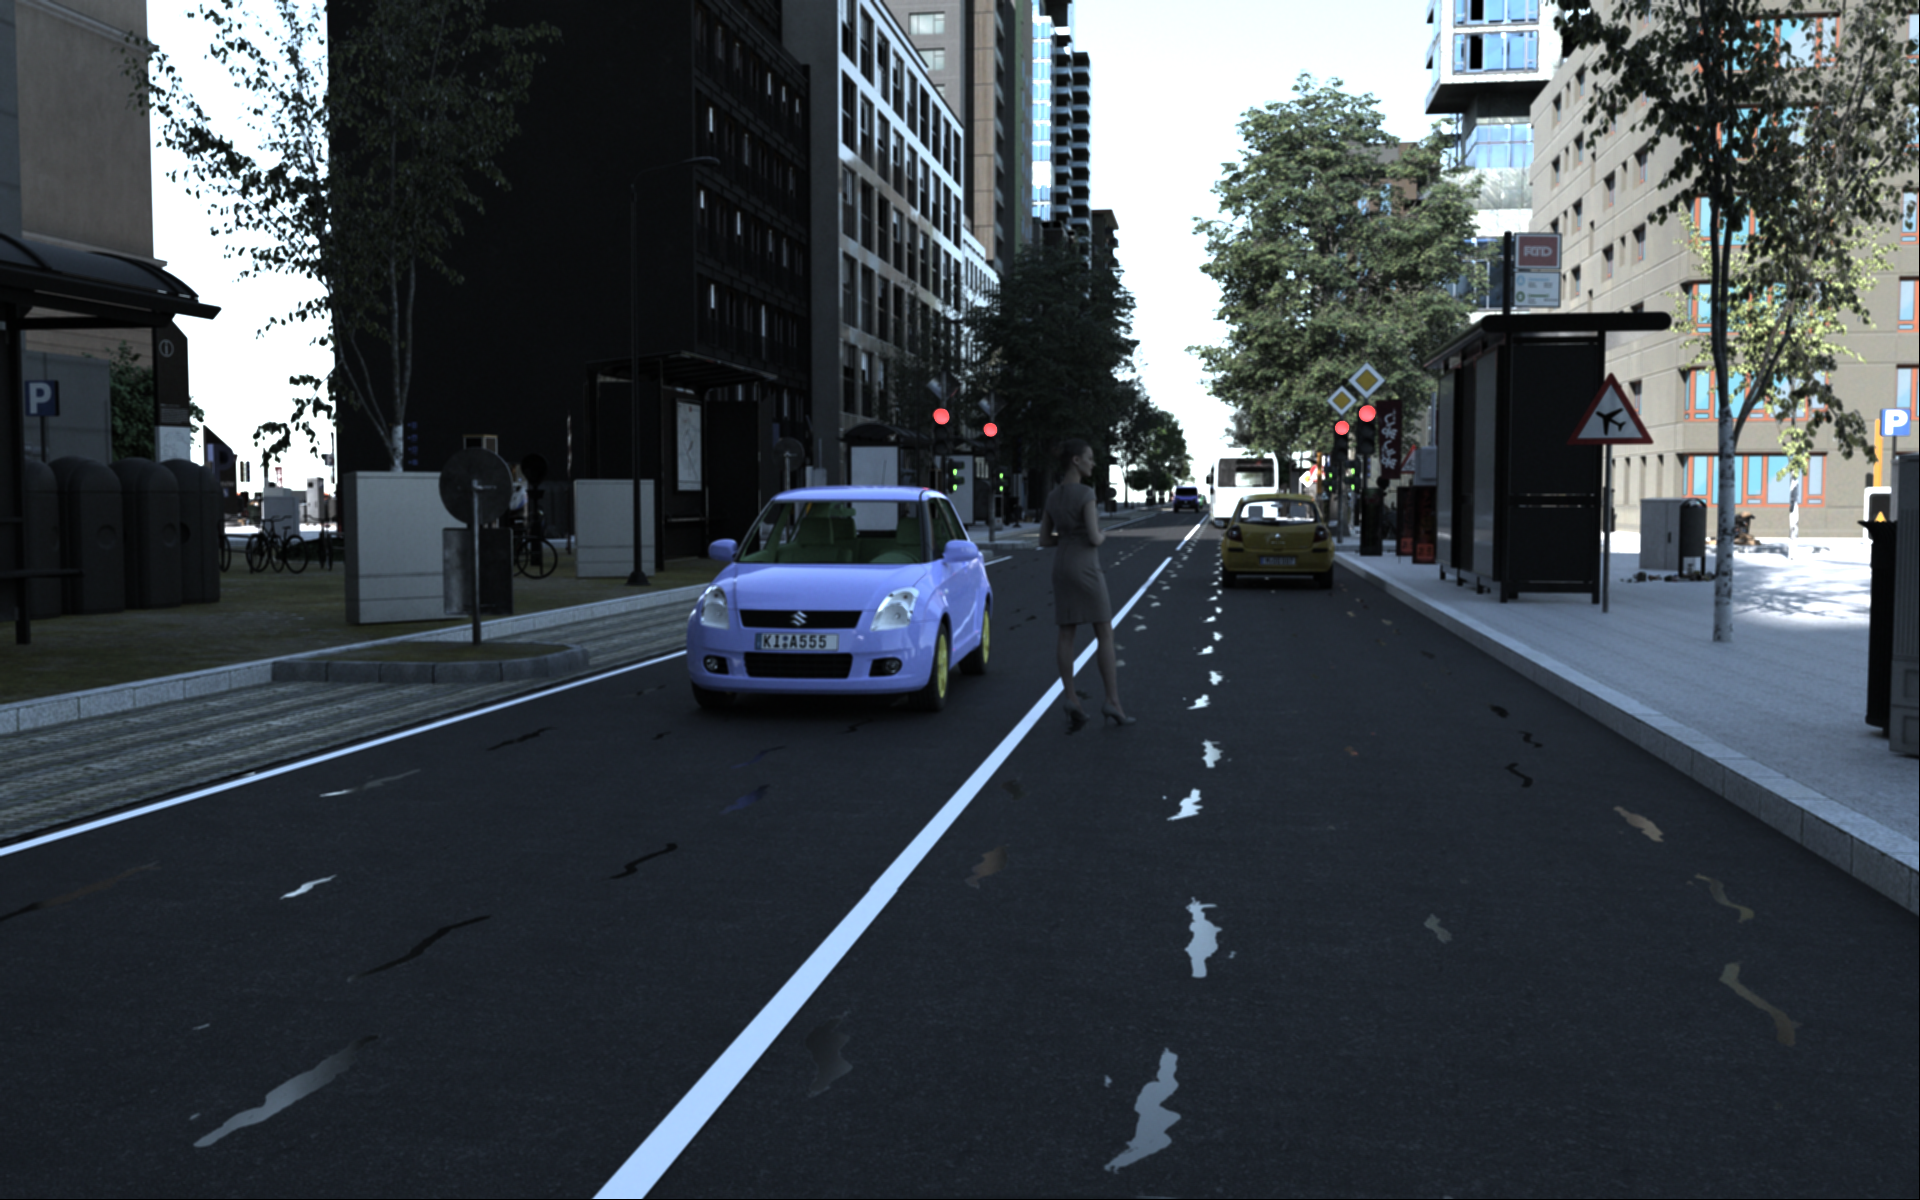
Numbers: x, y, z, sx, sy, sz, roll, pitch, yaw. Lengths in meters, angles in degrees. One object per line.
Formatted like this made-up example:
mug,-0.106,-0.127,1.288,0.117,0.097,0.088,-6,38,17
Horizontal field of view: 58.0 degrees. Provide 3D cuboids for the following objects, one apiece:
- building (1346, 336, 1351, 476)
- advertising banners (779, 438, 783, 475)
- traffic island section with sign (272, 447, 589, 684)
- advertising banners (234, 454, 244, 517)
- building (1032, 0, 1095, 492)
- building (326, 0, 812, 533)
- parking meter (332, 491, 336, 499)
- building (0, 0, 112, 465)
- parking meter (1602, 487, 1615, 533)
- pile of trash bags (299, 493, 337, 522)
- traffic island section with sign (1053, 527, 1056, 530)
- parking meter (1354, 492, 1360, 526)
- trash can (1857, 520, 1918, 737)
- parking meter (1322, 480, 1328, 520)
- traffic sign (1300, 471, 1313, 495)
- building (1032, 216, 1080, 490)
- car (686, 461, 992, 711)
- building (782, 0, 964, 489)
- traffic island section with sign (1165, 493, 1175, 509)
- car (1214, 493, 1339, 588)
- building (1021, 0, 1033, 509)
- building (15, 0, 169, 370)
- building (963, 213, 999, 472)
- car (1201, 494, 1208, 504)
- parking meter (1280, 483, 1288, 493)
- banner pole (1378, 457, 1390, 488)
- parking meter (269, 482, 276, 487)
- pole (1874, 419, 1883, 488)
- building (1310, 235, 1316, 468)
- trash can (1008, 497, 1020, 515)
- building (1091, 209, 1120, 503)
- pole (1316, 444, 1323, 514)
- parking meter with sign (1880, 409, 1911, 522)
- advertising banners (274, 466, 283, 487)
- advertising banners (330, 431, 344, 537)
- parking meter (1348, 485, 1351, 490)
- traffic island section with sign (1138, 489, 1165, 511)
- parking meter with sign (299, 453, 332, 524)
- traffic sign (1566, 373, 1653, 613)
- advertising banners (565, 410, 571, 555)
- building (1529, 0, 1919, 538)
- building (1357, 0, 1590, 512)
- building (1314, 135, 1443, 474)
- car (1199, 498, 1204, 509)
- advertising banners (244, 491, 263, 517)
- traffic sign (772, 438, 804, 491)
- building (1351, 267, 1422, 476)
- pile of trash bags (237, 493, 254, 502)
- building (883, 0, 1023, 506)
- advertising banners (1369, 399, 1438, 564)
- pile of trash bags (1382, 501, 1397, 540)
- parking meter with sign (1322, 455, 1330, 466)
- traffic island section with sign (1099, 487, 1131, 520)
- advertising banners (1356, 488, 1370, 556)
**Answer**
building,52.677,-19.802,168.797,27.650,21.520,28.899,1,4,9
advertising banners,-6.306,-3.576,54.659,2.074,3.025,0.090,3,5,41
traffic island section with sign,-4.119,-0.327,13.973,1.989,1.847,2.006,1,4,9
advertising banners,-31.736,-4.765,74.098,0.090,3.025,2.074,2,4,31
building,7.255,-56.034,228.834,22.319,86.520,31.000,1,4,9
building,-13.325,-14.301,63.494,12.332,23.373,15.834,1,4,9
parking meter,-43.881,-6.925,121.631,0.372,1.533,0.369,0,3,0
building,-27.214,-35.646,21.067,20.611,71.187,20.563,1,4,9
parking meter,21.676,-3.027,57.899,0.372,1.533,0.369,0,3,0
pile of trash bags,-28.578,-4.273,79.623,3.447,1.369,1.912,-3,5,-44
traffic island section with sign,4.267,-3.673,68.688,1.989,1.847,2.006,1,4,9
parking meter,15.888,-3.741,69.574,0.372,1.533,0.369,0,3,0
trash can,5.118,0.156,9.099,0.748,1.137,0.748,0,3,0
parking meter,14.790,-3.951,70.310,0.255,1.863,0.399,1,4,10
traffic sign,17.391,-5.231,86.715,0.795,2.450,0.064,1,4,11
building,4.960,-25.125,182.493,14.160,30.474,14.107,1,4,9
car,-0.776,-0.186,12.635,1.945,1.707,3.694,0,4,8
building,-11.886,-17.406,89.104,19.350,26.468,34.151,1,4,9
traffic island section with sign,19.943,-9.923,170.864,1.989,1.847,2.006,1,4,9
car,5.077,-1.076,27.811,2.015,1.641,3.980,1,4,10
building,-1.614,-30.206,143.984,14.600,45.320,14.200,1,4,9
building,-43.729,-17.168,66.599,20.117,28.700,13.634,1,4,9
building,-3.648,-15.843,113.787,10.420,20.320,16.860,1,4,9
car,34.474,-14.568,247.973,2.009,1.686,4.222,0,4,7
parking meter,17.620,-5.420,94.327,0.255,1.863,0.399,-2,4,-35
banner pole,19.158,-5.412,78.504,0.401,3.779,0.863,-3,4,-37
parking meter,-33.519,-4.817,84.461,0.255,1.863,0.399,-1,4,-12
pole,25.107,-3.274,47.375,0.158,3.312,0.155,0,3,0
building,56.429,-34.244,243.489,14.154,41.232,14.086,1,4,9
trash can,2.597,-4.520,85.555,0.748,1.137,0.748,0,3,0
building,12.350,-37.011,259.759,22.147,44.769,28.867,1,4,9
pole,13.773,-4.436,66.364,0.158,3.312,0.155,0,3,0
parking meter with sign,18.980,-2.355,34.770,0.543,3.016,1.738,1,4,13
advertising banners,-42.290,-6.934,109.561,2.074,3.025,0.090,-3,4,-36
advertising banners,-17.682,-3.247,49.282,0.090,3.025,2.074,-1,4,-9
parking meter,21.073,-5.405,94.079,0.255,1.863,0.399,1,4,20
traffic island section with sign,15.830,-8.286,144.110,1.989,1.847,2.006,1,4,9
parking meter with sign,-27.704,-4.782,74.453,1.738,3.016,0.543,2,4,24
traffic sign,6.989,-1.142,18.680,0.884,2.594,0.081,1,4,13
advertising banners,-8.363,-2.495,36.985,0.090,3.025,2.074,-1,4,-15
building,37.532,-13.245,61.592,28.899,21.520,27.650,1,4,9
building,35.850,-48.117,99.376,22.319,86.520,31.000,1,4,9
building,51.643,-34.585,215.569,14.600,45.320,14.200,1,4,9
car,22.086,-9.495,164.036,1.959,1.807,4.718,0,4,8
advertising banners,-40.028,-6.163,96.959,2.074,3.025,0.090,0,4,-2
traffic sign,-3.899,-2.391,39.201,0.768,2.556,0.104,1,4,16
building,47.216,-18.068,140.450,27.650,21.520,28.899,1,4,9
pile of trash bags,-46.861,-6.510,116.188,3.447,1.369,1.912,-2,4,-31
building,-3.057,-27.306,130.048,14.154,41.232,14.086,1,4,9
advertising banners,8.564,-2.171,31.686,2.074,3.025,0.090,2,4,35
pile of trash bags,12.658,-2.375,48.582,1.912,1.369,3.447,0,4,-5
parking meter with sign,16.891,-4.968,77.481,0.543,3.016,1.738,-2,4,-33
traffic island section with sign,8.393,-5.318,95.569,1.989,1.847,2.006,1,4,9
advertising banners,9.258,-2.425,35.833,2.074,3.025,0.090,0,4,2
